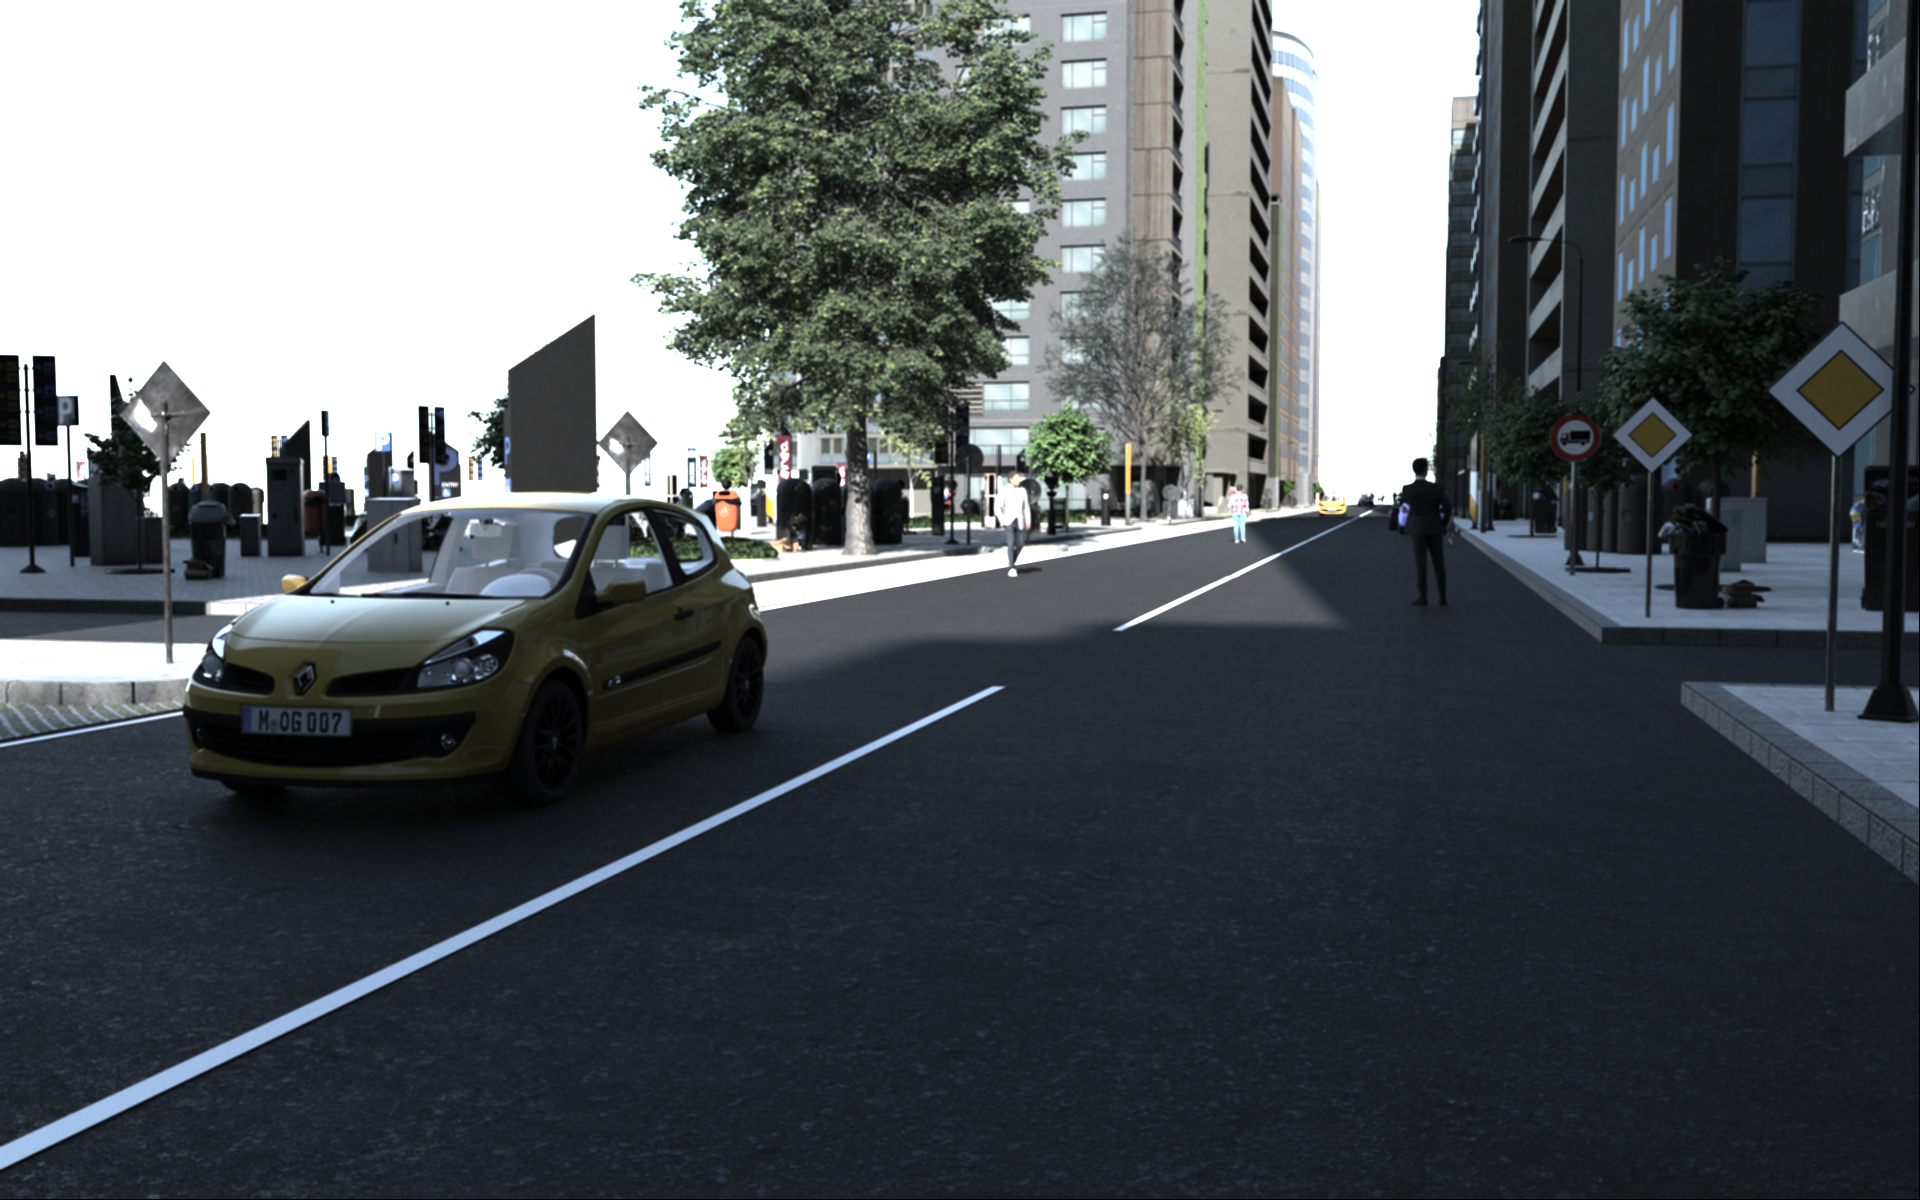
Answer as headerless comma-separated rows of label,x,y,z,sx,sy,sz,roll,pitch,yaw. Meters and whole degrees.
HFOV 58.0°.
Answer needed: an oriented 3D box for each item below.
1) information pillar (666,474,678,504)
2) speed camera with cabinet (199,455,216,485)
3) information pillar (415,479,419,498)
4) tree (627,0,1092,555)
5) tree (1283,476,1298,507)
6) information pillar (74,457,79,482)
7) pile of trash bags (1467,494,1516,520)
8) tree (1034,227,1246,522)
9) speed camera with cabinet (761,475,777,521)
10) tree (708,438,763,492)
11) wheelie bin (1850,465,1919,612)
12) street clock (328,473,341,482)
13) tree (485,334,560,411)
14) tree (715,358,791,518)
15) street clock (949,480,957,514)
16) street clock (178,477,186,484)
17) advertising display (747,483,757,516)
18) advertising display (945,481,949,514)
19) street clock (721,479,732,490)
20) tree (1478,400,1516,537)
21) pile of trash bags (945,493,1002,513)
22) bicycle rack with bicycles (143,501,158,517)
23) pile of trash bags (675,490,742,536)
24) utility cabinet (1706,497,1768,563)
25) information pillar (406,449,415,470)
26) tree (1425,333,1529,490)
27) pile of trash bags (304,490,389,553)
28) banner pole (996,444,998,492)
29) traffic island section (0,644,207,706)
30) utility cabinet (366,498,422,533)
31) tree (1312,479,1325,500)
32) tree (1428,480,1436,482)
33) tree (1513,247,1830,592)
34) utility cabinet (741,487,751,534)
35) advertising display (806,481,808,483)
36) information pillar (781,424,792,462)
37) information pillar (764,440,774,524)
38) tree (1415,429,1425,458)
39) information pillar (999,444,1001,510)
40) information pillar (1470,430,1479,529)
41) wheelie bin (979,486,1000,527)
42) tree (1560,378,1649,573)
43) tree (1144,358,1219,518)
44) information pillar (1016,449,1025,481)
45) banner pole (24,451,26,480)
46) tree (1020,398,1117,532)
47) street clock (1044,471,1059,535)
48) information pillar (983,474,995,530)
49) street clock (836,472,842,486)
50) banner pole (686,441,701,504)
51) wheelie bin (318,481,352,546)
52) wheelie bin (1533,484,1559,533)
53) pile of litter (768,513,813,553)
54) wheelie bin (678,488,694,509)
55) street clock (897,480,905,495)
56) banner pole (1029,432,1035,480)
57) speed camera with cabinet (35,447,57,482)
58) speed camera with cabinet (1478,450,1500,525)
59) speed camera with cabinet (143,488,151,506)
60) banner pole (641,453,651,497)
information pillar,-10.525,-3.598,63.326,0.304,2.012,0.304,3,5,42
speed camera with cabinet,-37.569,-5.740,88.178,2.038,3.252,0.660,-3,5,-40
information pillar,-26.716,-4.925,85.022,0.304,2.012,0.304,-1,4,-17
tree,-2.145,-7.915,36.068,9.857,13.997,8.962,0,3,0
tree,31.911,-10.658,168.867,1.663,3.219,1.824,0,3,0
information pillar,-55.869,-7.232,109.590,0.504,3.616,0.183,3,5,45
pile of trash bags,26.094,-4.657,85.899,1.912,1.369,3.447,-1,4,-9
tree,8.403,-10.351,79.614,12.009,13.543,11.850,0,3,0
speed camera with cabinet,-8.928,-5.456,83.542,0.660,3.252,2.038,-2,4,-29
tree,-12.754,-6.989,97.988,4.285,4.588,4.351,0,3,0
wheelie bin,10.324,-0.681,19.046,0.980,1.594,0.693,2,4,28
street clock,-21.074,-3.286,58.299,0.358,2.002,0.471,2,4,24
tree,-19.108,-7.859,78.855,4.360,8.622,3.978,0,3,0
tree,-11.152,-8.675,92.203,4.737,8.622,4.395,0,3,0
street clock,-0.395,-5.261,90.594,0.471,2.002,0.358,-2,4,-31
street clock,-33.468,-4.278,74.520,0.358,2.002,0.471,-1,4,-10
advertising display,-12.016,-5.860,101.021,0.974,1.923,0.123,1,4,21
advertising display,-0.912,-4.718,82.347,0.123,1.923,0.974,3,5,43
street clock,-11.287,-4.841,83.713,0.471,2.002,0.358,-2,4,-35
tree,17.174,-4.156,51.668,4.285,4.588,4.351,0,3,0
pile of trash bags,0.513,-4.548,84.105,3.447,1.369,1.912,2,4,30
bicycle rack with bicycles,-40.410,-4.365,84.754,2.852,0.926,2.925,1,4,18
pile of trash bags,-6.488,-1.774,38.765,3.447,1.369,1.912,1,4,16
utility cabinet,14.512,-1.299,32.403,1.020,1.237,0.306,0,4,6
information pillar,-28.612,-6.051,90.284,0.183,3.616,0.504,2,4,29
tree,23.832,-7.849,78.698,4.737,8.622,4.395,0,3,0
pile of trash bags,-13.042,-1.773,38.745,1.912,1.369,3.447,3,5,45
banner pole,1.854,-5.941,87.157,0.401,3.779,0.863,0,4,4
traffic island section,-6.012,0.560,13.129,2.009,0.180,2.903,1,4,14
utility cabinet,-9.425,-1.081,28.839,1.020,1.237,0.306,2,4,30
tree,46.479,-14.071,224.665,1.663,3.219,1.824,0,3,0
tree,57.940,-13.344,212.768,1.663,3.219,1.824,0,3,0
tree,10.110,-2.411,23.133,4.285,4.588,4.351,0,3,0
utility cabinet,-6.862,-2.868,55.563,0.318,1.500,1.173,0,4,-7
advertising display,-7.215,-4.948,86.117,0.974,1.923,0.123,0,4,2
information pillar,-5.720,-4.016,57.017,0.183,3.616,0.504,2,4,33
information pillar,-8.254,-5.106,74.839,0.504,3.616,0.183,-3,5,-43
tree,47.427,-13.573,172.287,4.737,8.622,4.395,0,3,0
information pillar,1.876,-5.514,81.513,0.183,3.616,0.504,0,4,5
information pillar,18.854,-4.411,63.468,0.183,3.616,0.504,-1,4,-12
wheelie bin,1.146,-3.582,66.468,0.693,1.594,0.980,-2,4,-34
tree,10.706,-2.081,28.618,1.663,3.219,1.824,0,3,0
tree,11.892,-8.665,92.032,4.737,8.622,4.395,0,3,0
information pillar,3.124,-5.962,88.834,0.504,3.616,0.183,-1,4,-13
banner pole,-53.798,-6.696,99.495,0.401,3.779,0.863,0,4,-8
tree,3.570,-4.599,58.911,4.285,4.588,4.351,0,3,0
street clock,2.889,-3.061,54.620,0.358,2.002,0.471,-2,4,-33
information pillar,1.084,-3.556,62.631,0.304,2.012,0.304,-1,4,-22
street clock,-4.121,-3.237,57.499,0.358,2.002,0.471,1,4,19
banner pole,-12.561,-5.640,82.227,0.863,3.779,0.401,-1,4,-10
wheelie bin,-15.741,-2.169,43.366,0.980,1.594,0.693,-1,4,-17
wheelie bin,19.117,-2.981,56.647,0.693,1.594,0.980,3,5,42
pile of litter,-3.867,-1.515,38.728,1.176,0.858,1.719,1,4,22
wheelie bin,-13.941,-4.913,88.234,0.693,1.594,0.980,2,4,34
street clock,-3.056,-5.108,88.091,0.471,2.002,0.358,0,4,-8
banner pole,2.901,-4.869,69.620,0.401,3.779,0.863,1,4,21
speed camera with cabinet,-38.366,-4.743,71.889,0.660,3.252,2.038,0,4,6
speed camera with cabinet,22.401,-4.846,73.562,0.660,3.252,2.038,2,4,32
speed camera with cabinet,-49.743,-6.771,105.040,0.660,3.252,2.038,0,4,-4
banner pole,-13.204,-5.054,72.646,0.863,3.779,0.401,3,5,40
